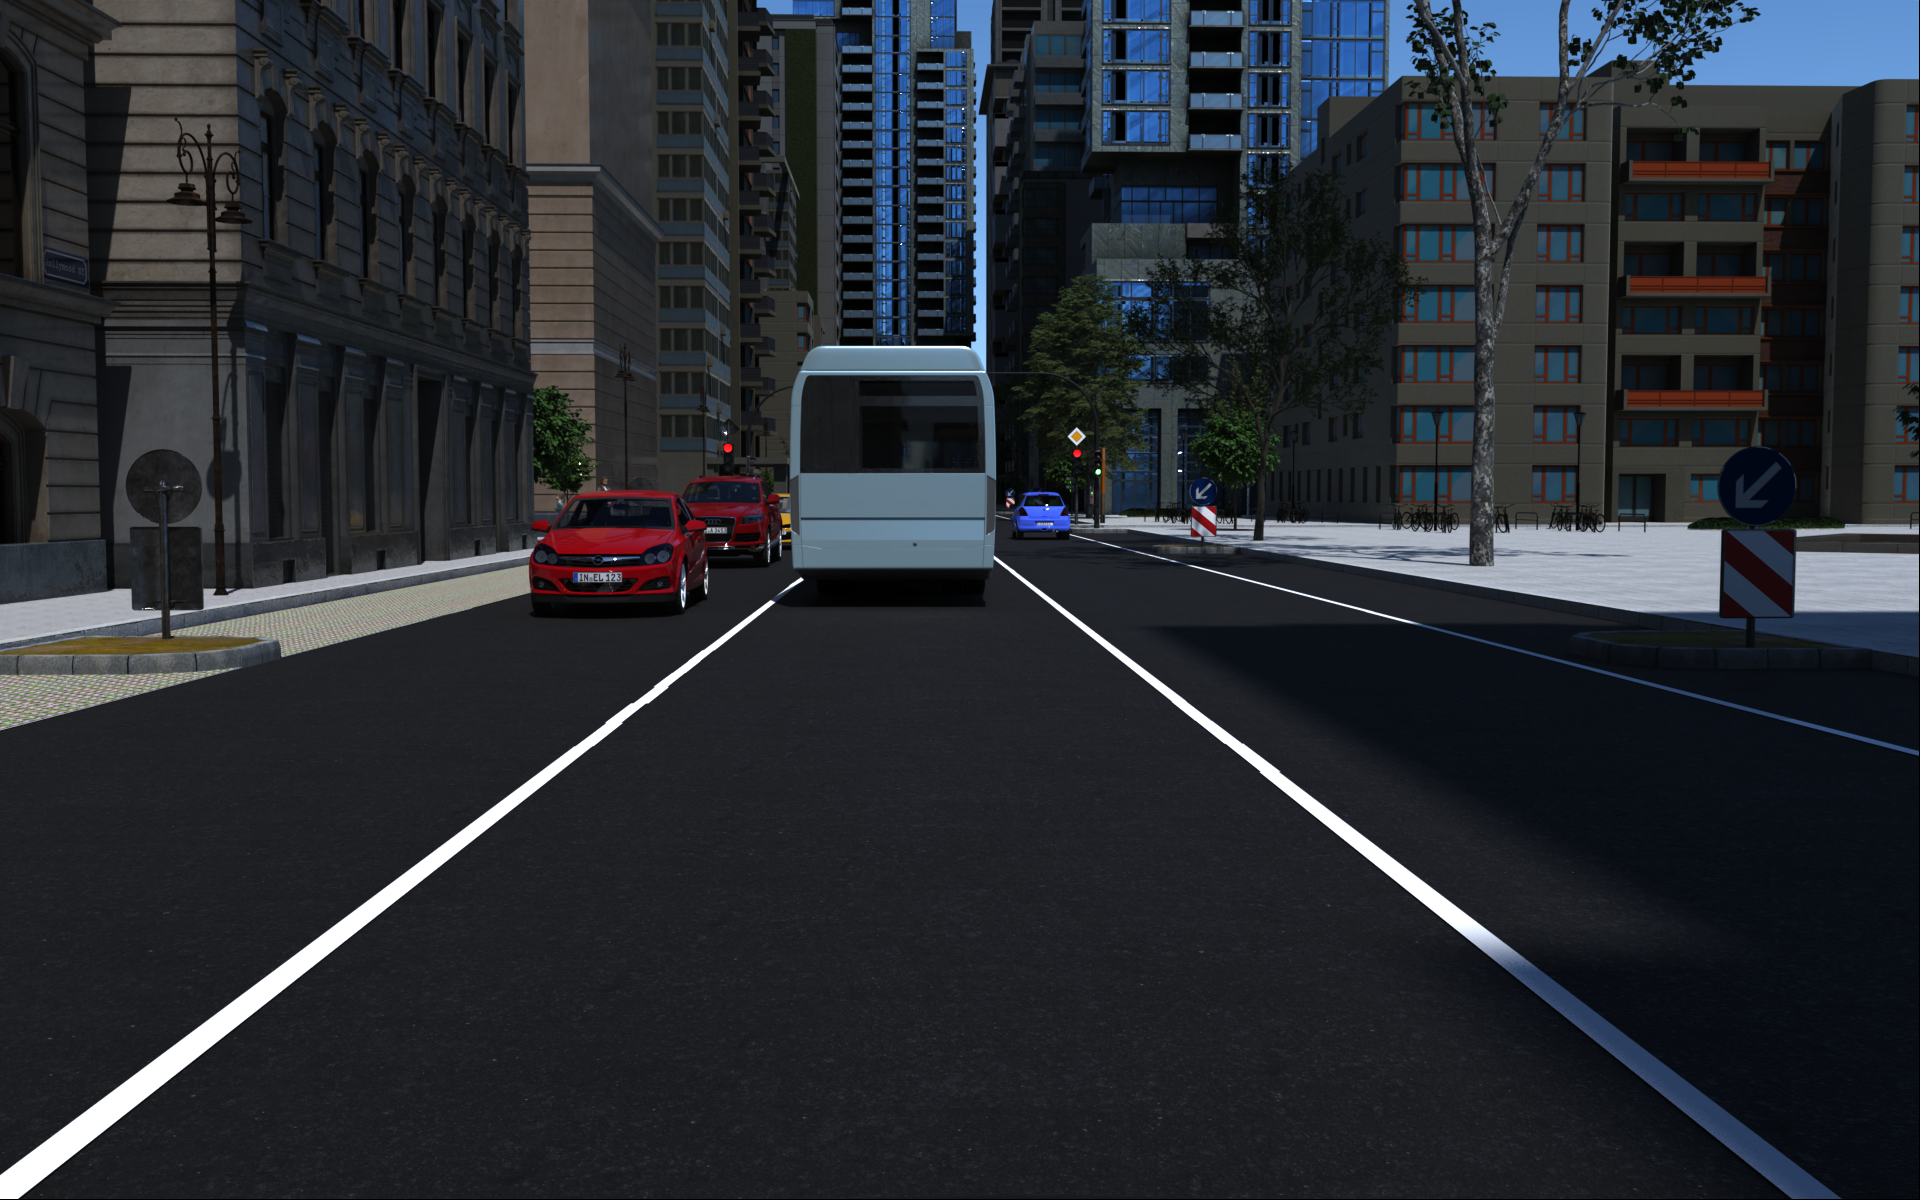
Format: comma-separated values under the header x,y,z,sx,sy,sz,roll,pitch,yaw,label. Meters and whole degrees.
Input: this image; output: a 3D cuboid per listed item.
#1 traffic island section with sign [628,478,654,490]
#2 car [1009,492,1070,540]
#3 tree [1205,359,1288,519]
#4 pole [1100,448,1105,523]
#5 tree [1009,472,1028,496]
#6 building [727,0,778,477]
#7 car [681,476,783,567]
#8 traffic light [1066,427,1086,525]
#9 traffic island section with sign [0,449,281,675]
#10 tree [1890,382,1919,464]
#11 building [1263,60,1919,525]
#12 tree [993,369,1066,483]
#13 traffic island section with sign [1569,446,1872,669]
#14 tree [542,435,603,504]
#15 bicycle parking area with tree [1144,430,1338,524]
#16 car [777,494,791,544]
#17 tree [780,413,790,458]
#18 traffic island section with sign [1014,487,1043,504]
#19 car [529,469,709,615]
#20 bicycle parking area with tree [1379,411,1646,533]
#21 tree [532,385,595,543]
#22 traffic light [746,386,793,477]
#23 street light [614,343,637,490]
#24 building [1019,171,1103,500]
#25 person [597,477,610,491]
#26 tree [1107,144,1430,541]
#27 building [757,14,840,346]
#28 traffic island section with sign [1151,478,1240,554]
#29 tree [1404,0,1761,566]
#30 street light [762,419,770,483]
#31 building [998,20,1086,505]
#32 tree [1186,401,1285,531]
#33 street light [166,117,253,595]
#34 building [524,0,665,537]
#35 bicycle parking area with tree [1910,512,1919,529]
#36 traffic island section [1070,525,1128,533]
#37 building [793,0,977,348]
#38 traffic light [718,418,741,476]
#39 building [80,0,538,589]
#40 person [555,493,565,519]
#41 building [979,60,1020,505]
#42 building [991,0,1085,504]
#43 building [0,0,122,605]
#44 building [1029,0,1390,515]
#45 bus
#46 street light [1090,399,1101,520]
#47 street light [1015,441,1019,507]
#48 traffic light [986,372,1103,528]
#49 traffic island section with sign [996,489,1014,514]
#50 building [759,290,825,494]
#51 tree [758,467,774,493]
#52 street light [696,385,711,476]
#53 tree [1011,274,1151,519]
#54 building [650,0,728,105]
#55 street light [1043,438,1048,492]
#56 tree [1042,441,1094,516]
x,y,z,sx,sy,sz,roll,pitch,yaw,label
-7.655,-2.012,41.523,1.989,1.847,2.006,0,4,-2,traffic island section with sign
2.560,-2.803,55.414,1.945,1.707,3.694,0,4,-2,car
14.796,-8.547,90.112,4.737,8.622,4.395,0,3,0,tree
6.272,-5.031,76.104,0.158,3.312,0.155,0,3,0,pole
5.132,-9.496,149.858,1.663,3.219,1.824,0,3,0,tree
-24.788,-28.684,123.605,22.147,44.769,28.867,0,4,-2,building
-4.791,-1.643,35.539,2.281,1.827,5.304,0,4,-2,car
4.871,-5.125,72.710,0.839,4.253,0.868,0,4,-2,traffic light
-6.904,-0.364,14.579,1.989,1.847,2.006,0,4,-2,traffic island section with sign
9.297,-1.287,15.644,1.663,3.219,1.824,0,3,0,tree
32.305,-14.743,86.087,28.899,21.520,27.650,0,4,-2,building
5.663,-13.151,140.779,9.928,11.665,9.643,0,3,0,tree
6.491,-0.399,15.159,1.989,1.847,2.006,0,4,-2,traffic island section with sign
-11.012,-3.286,48.327,1.663,3.219,1.824,0,3,0,tree
12.567,-5.578,78.198,8.231,4.147,9.016,0,4,3,bicycle parking area with tree
-4.747,-2.184,45.935,2.015,1.641,3.980,0,4,-2,car
-12.977,-11.886,144.698,4.360,8.622,3.978,0,3,0,tree
4.230,-5.453,97.778,1.989,1.847,2.006,0,4,-2,traffic island section with sign
-4.238,-0.788,21.917,2.155,1.783,4.494,0,4,-3,car
19.158,-4.506,60.672,8.231,4.147,9.016,0,4,7,bicycle parking area with tree
-11.072,-3.705,44.291,4.285,4.588,4.351,0,3,0,tree
-6.696,-5.978,72.413,4.771,5.953,1.251,0,4,-2,traffic light
-10.253,-4.917,53.174,0.468,5.910,1.993,0,4,-2,street light
12.278,-23.598,157.521,14.160,30.474,14.107,0,4,-2,building
-10.317,-2.723,50.838,0.573,1.790,0.520,2,4,26,person
8.175,-6.895,47.144,8.767,10.594,7.601,0,4,6,tree
-29.003,-40.988,212.145,28.212,58.520,21.231,0,4,-2,building
5.748,-2.077,42.580,1.989,1.847,2.006,0,4,-2,traffic island section with sign
9.881,-10.586,28.972,12.611,20.169,13.585,0,3,0,tree
-11.710,-8.065,104.655,0.468,5.910,1.993,0,4,-2,street light
16.253,-34.270,179.924,23.786,49.044,30.456,0,4,-2,building
9.686,-4.730,61.056,4.285,4.588,4.351,0,3,0,tree
-9.381,-2.998,21.807,0.468,5.910,1.993,0,4,-2,street light
-20.666,-16.579,56.970,20.117,28.700,13.634,0,4,-2,building
38.512,-4.511,60.761,8.231,4.147,9.016,1,4,14,bicycle parking area with tree
5.131,-2.603,64.843,2.009,0.180,2.903,0,4,-2,traffic island section
-10.929,-56.706,239.815,31.000,86.520,22.319,0,4,-2,building
-8.565,-4.613,64.339,0.839,4.253,0.868,0,4,-2,traffic light
-14.508,-11.160,31.615,9.793,20.994,18.267,0,4,-2,building
-11.538,-2.412,49.765,0.394,1.301,0.425,-1,4,-18,person
17.106,-37.929,209.376,28.713,52.752,27.495,0,4,-2,building
14.863,-49.104,241.100,20.611,71.187,20.563,0,4,-2,building
-15.890,-11.369,4.962,14.460,24.649,34.723,0,4,-2,building
17.017,-49.312,118.928,22.319,86.520,31.000,0,4,-2,building
-0.863,-2.034,28.123,2.948,3.499,13.247,0,4,0,bus
6.583,-6.834,84.523,0.468,5.910,1.993,0,4,-2,street light
4.807,-10.681,147.425,0.468,5.910,1.993,0,4,-2,street light
3.002,-5.496,64.530,4.771,5.953,1.251,0,4,-2,traffic light
3.480,-7.111,124.885,1.989,1.847,2.006,0,4,-2,traffic island section with sign
-27.145,-19.362,161.605,27.650,21.520,28.899,0,4,-2,building
-12.113,-7.013,109.263,1.663,3.219,1.824,0,3,0,tree
-10.892,-6.169,73.653,0.468,5.910,1.993,0,4,-2,street light
6.357,-10.500,89.796,7.486,12.596,7.792,0,3,0,tree
-24.351,-24.060,85.255,32.217,40.220,23.993,0,4,-2,building
5.730,-8.763,116.064,0.468,5.910,1.993,0,4,-2,street light
6.615,-7.183,101.159,4.285,4.588,4.351,0,3,0,tree
